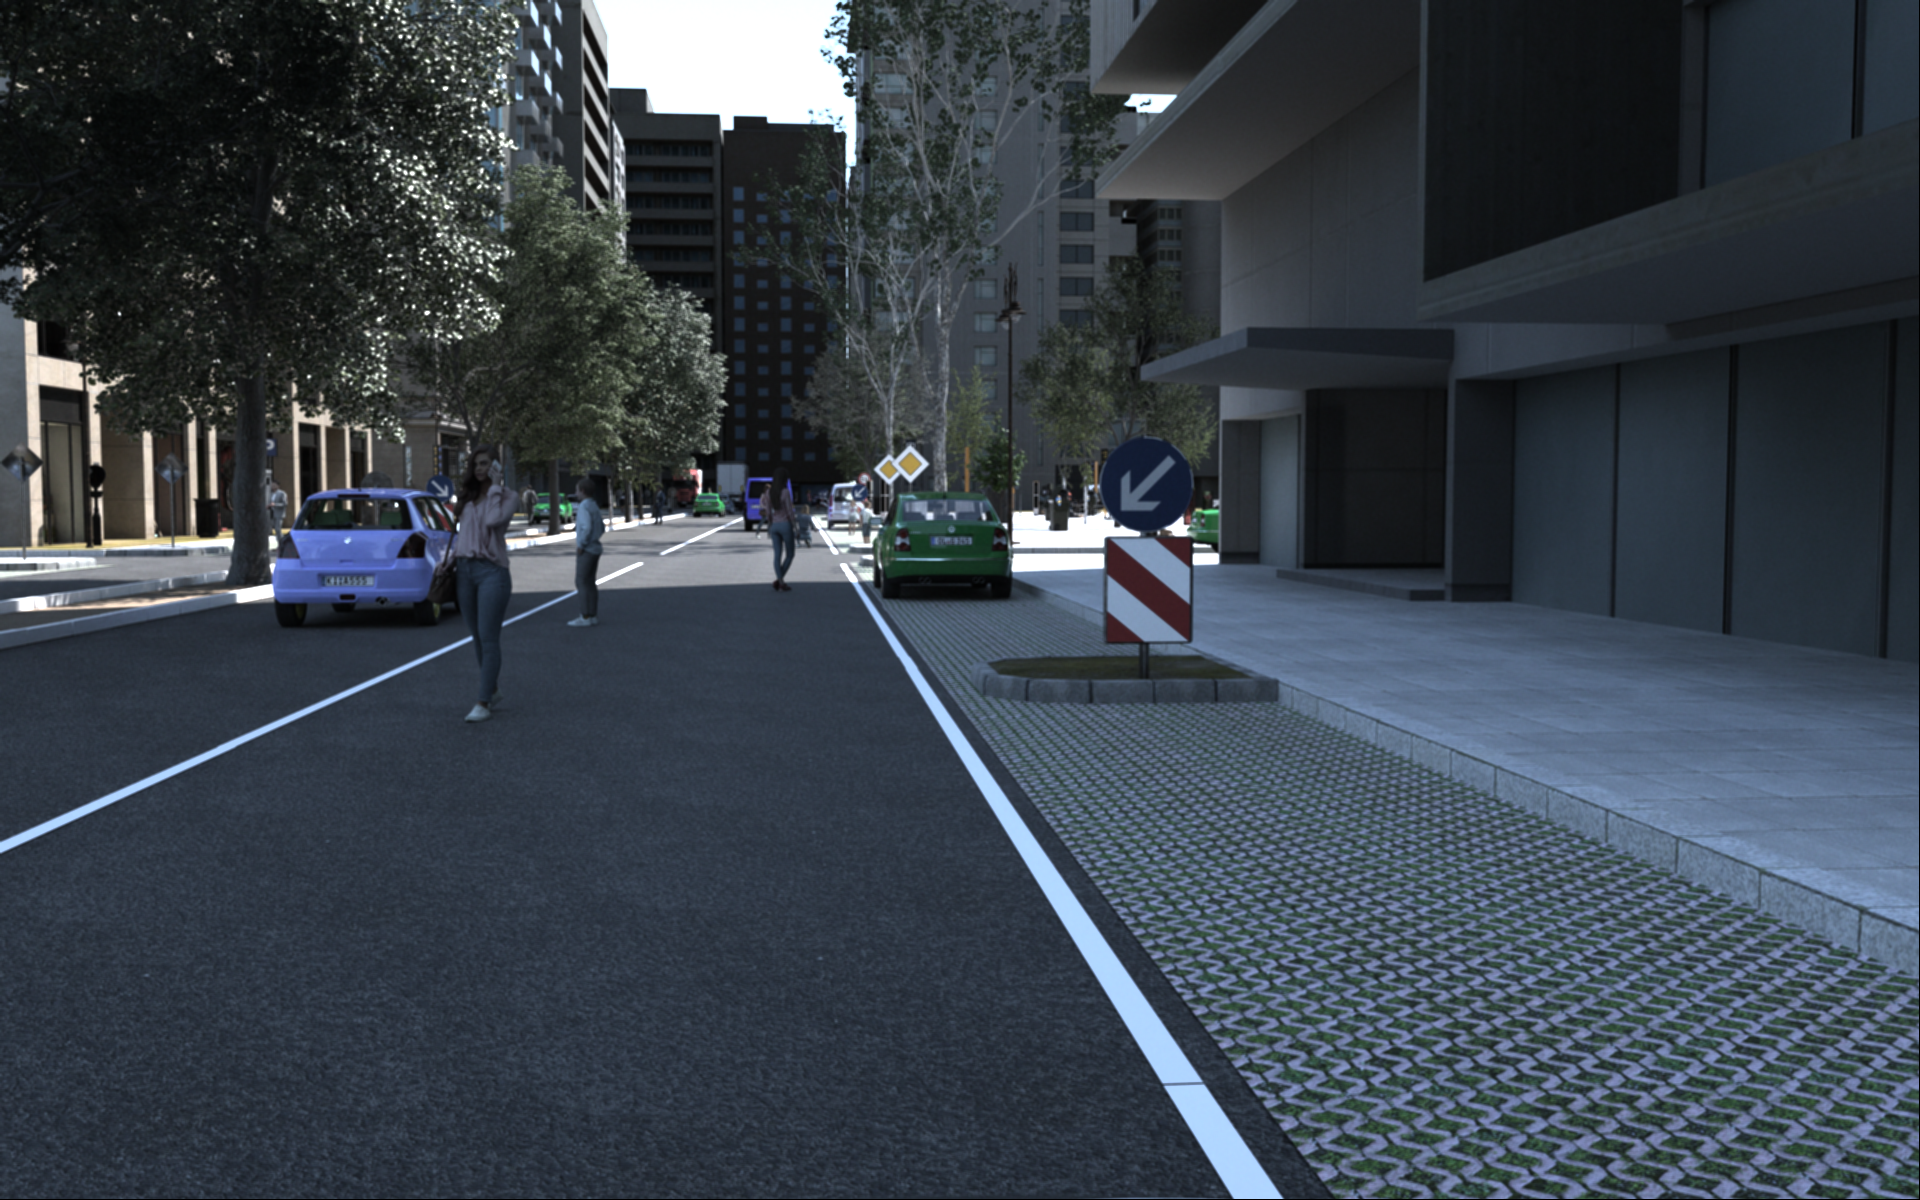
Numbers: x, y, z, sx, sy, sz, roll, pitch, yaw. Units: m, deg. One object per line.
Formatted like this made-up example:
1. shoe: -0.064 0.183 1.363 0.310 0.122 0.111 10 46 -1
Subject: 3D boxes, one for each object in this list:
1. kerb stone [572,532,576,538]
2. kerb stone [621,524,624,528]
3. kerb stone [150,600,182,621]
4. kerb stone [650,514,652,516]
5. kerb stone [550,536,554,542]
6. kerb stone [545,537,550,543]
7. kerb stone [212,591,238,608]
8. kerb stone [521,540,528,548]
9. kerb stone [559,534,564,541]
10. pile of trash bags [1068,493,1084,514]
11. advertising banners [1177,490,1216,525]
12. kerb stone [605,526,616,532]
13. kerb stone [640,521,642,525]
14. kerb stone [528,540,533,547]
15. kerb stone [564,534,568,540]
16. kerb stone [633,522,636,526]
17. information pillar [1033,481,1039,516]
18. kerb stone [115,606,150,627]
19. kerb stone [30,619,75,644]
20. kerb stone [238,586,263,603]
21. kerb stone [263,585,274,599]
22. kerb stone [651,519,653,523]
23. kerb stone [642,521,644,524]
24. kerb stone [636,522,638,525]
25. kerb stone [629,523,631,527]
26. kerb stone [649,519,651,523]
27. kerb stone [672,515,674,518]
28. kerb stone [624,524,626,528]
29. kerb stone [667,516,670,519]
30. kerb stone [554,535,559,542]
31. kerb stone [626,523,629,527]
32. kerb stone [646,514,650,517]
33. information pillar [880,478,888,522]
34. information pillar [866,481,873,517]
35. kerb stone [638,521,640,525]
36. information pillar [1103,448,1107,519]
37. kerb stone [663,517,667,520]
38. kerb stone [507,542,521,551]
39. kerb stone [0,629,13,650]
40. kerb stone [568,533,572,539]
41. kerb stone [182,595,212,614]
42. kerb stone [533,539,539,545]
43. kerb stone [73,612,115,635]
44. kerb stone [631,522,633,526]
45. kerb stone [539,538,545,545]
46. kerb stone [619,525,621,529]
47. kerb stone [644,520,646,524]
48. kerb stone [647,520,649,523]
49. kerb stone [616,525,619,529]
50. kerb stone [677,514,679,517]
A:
1. kerb stone: -12.679 -2.085 56.331 0.120 0.150 1.000 0 4 -5
2. kerb stone: -14.124 -3.025 71.652 0.120 0.150 1.000 0 4 -5
3. kerb stone: -9.266 0.132 20.036 0.120 0.150 1.000 0 4 -5
4. kerb stone: -19.864 -5.383 110.221 0.120 0.150 1.000 0 4 -5
5. kerb stone: -12.203 -1.776 51.231 0.120 0.150 1.000 0 4 -5
6. kerb stone: -12.106 -1.711 50.208 0.120 0.150 1.000 0 4 -5
7. kerb stone: -9.461 0.012 22.080 0.120 0.150 1.000 0 4 -5
8. kerb stone: -11.724 -1.463 46.137 0.120 0.150 1.000 0 4 -5
9. kerb stone: -12.394 -1.900 53.266 0.120 0.150 1.000 0 4 -5
10. pile of trash bags: 7.544 -6.452 115.235 1.912 1.369 3.447 -1 4 -13
11. advertising banners: 9.467 -4.589 71.220 2.074 3.025 0.090 0 3 0
12. kerb stone: -13.828 -2.838 68.591 0.120 0.150 1.000 0 4 -5
13. kerb stone: -14.898 -3.518 79.810 0.120 0.150 1.000 0 4 -5
14. kerb stone: -11.822 -1.527 47.155 0.120 0.150 1.000 0 4 -5
15. kerb stone: -12.493 -1.963 54.284 0.120 0.150 1.000 0 4 -5
16. kerb stone: -14.598 -3.337 76.754 0.120 0.150 1.000 0 4 -5
17. information pillar: 4.425 -5.894 100.860 0.304 2.012 0.304 0 4 2
18. kerb stone: -9.171 0.194 19.018 0.120 0.150 1.000 0 4 -5
19. kerb stone: -8.976 0.326 16.974 0.120 0.150 1.000 0 4 -5
20. kerb stone: -9.555 -0.053 23.107 0.120 0.150 1.000 0 4 -5
21. kerb stone: -9.649 -0.118 24.127 0.120 0.150 1.000 0 4 -5
22. kerb stone: -15.466 -3.892 85.942 0.120 0.150 1.000 0 4 -5
23. kerb stone: -14.991 -3.586 80.831 0.120 0.150 1.000 0 4 -5
24. kerb stone: -14.697 -3.397 77.773 0.120 0.150 1.000 0 4 -5
25. kerb stone: -14.407 -3.212 74.712 0.120 0.150 1.000 0 4 -5
26. kerb stone: -15.375 -3.835 84.909 0.120 0.150 1.000 0 4 -5
27. kerb stone: -16.814 -4.773 100.241 0.120 0.150 1.000 0 4 -5
28. kerb stone: -14.224 -3.085 72.673 0.120 0.150 1.000 0 4 -5
29. kerb stone: -16.523 -4.584 97.183 0.120 0.150 1.000 0 4 -5
30. kerb stone: -12.299 -1.838 52.249 0.120 0.150 1.000 0 4 -5
31. kerb stone: -14.320 -3.150 73.691 0.120 0.150 1.000 0 4 -5
32. kerb stone: -19.780 -5.322 109.202 0.120 0.150 1.000 0 4 -5
33. information pillar: -3.459 -4.598 79.676 0.304 2.012 0.304 2 4 34
34. information pillar: -4.928 -5.487 94.206 0.304 2.012 0.304 1 4 17
35. kerb stone: -14.797 -3.462 78.793 0.120 0.150 1.000 0 4 -5
36. information pillar: 7.460 -5.971 88.985 0.183 3.616 0.504 0 4 -2
37. kerb stone: -16.339 -4.455 95.137 0.120 0.150 1.000 0 4 -5
38. kerb stone: -11.631 -1.402 45.119 0.120 0.150 1.000 0 4 -5
39. kerb stone: -8.879 0.382 15.956 0.120 0.150 1.000 0 4 -5
40. kerb stone: -12.587 -2.024 55.302 0.120 0.150 1.000 0 4 -5
41. kerb stone: -9.361 0.071 21.062 0.120 0.150 1.000 0 4 -5
42. kerb stone: -11.924 -1.589 48.172 0.120 0.150 1.000 0 4 -5
43. kerb stone: -9.065 0.259 18.002 0.120 0.150 1.000 0 4 -5
44. kerb stone: -14.507 -3.275 75.735 0.120 0.150 1.000 0 4 -5
45. kerb stone: -12.001 -1.651 49.191 0.120 0.150 1.000 0 4 -5
46. kerb stone: -14.023 -2.955 70.635 0.120 0.150 1.000 0 4 -5
47. kerb stone: -15.079 -3.646 81.851 0.120 0.150 1.000 0 4 -5
48. kerb stone: -15.274 -3.773 83.892 0.120 0.150 1.000 0 4 -5
49. kerb stone: -13.938 -2.900 69.614 0.120 0.150 1.000 0 4 -5
50. kerb stone: -17.199 -5.022 104.315 0.120 0.150 1.000 0 4 -5
